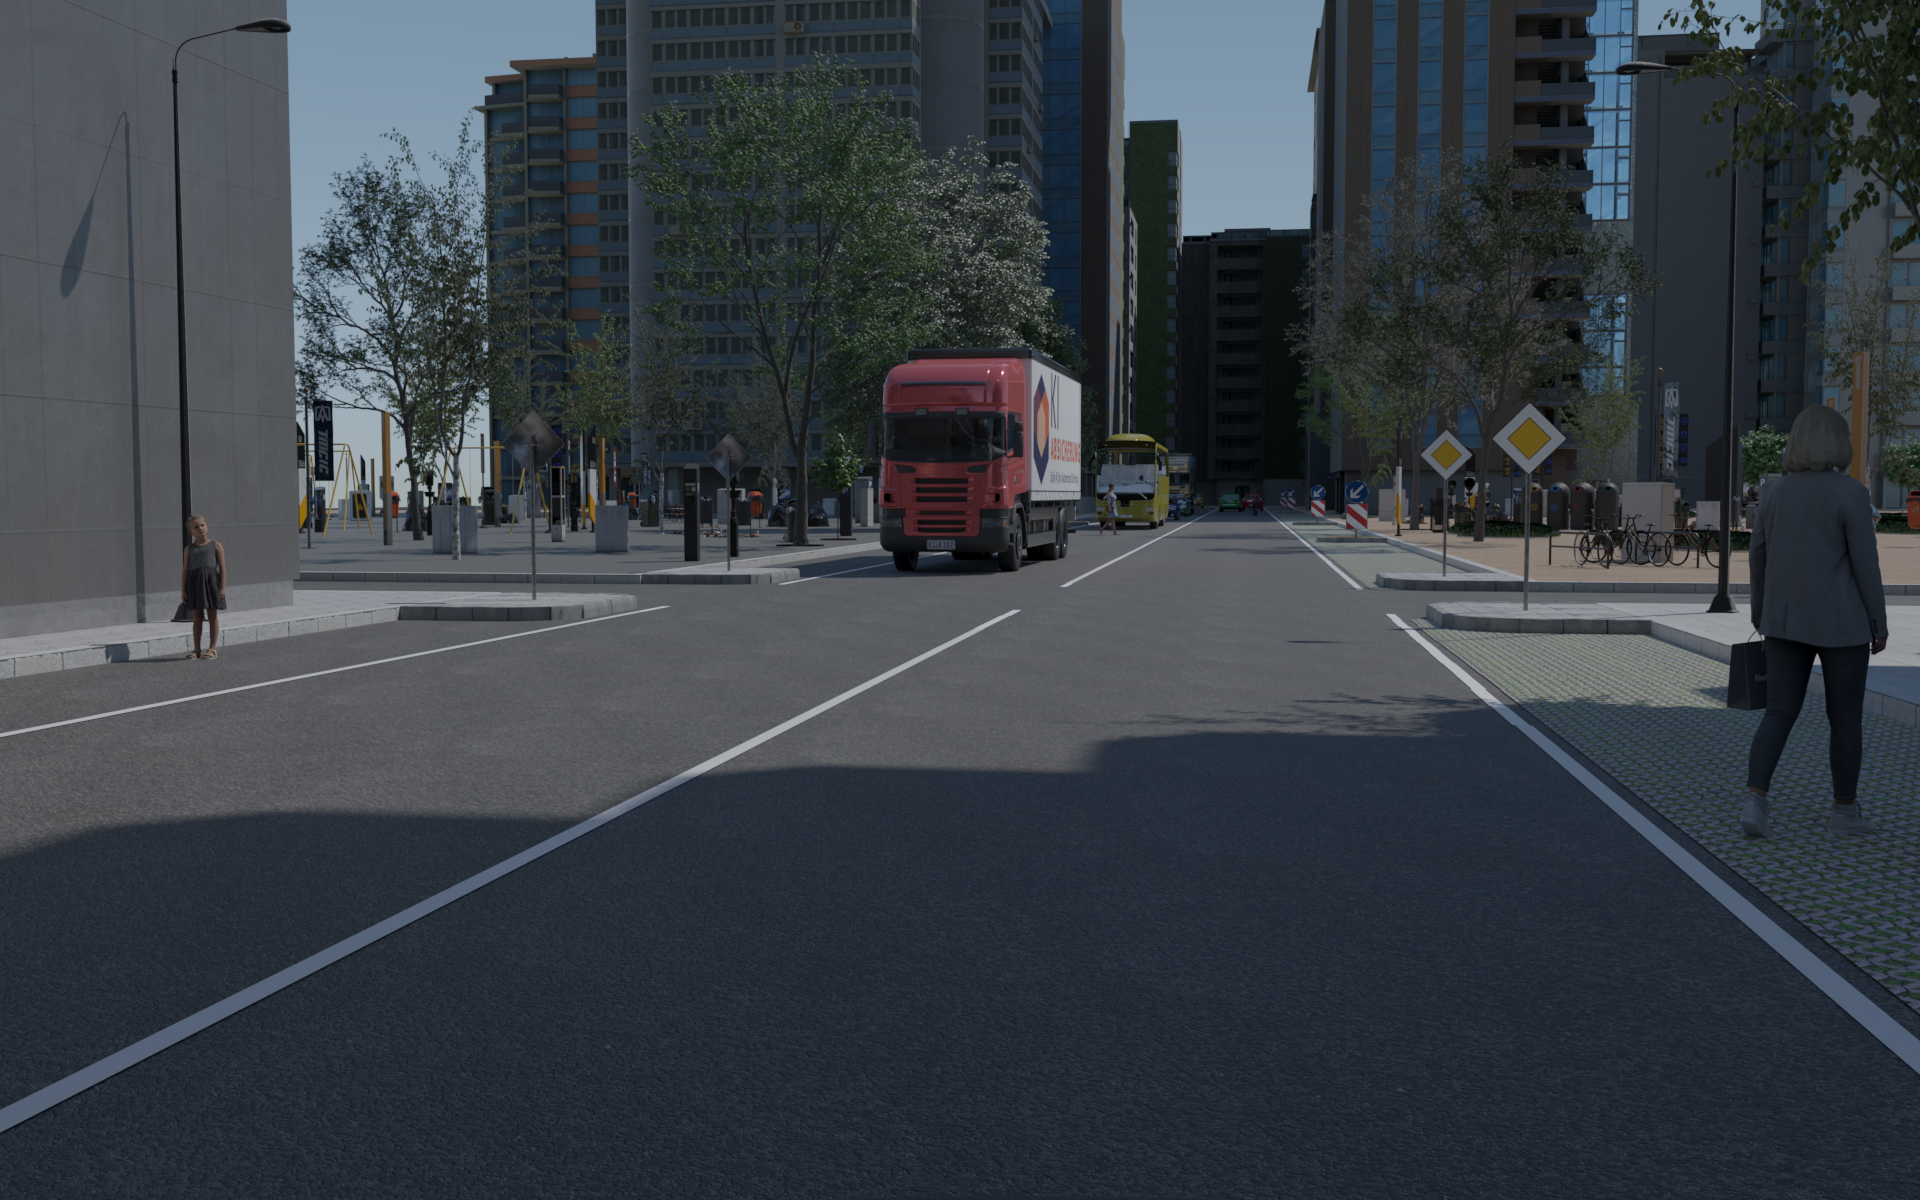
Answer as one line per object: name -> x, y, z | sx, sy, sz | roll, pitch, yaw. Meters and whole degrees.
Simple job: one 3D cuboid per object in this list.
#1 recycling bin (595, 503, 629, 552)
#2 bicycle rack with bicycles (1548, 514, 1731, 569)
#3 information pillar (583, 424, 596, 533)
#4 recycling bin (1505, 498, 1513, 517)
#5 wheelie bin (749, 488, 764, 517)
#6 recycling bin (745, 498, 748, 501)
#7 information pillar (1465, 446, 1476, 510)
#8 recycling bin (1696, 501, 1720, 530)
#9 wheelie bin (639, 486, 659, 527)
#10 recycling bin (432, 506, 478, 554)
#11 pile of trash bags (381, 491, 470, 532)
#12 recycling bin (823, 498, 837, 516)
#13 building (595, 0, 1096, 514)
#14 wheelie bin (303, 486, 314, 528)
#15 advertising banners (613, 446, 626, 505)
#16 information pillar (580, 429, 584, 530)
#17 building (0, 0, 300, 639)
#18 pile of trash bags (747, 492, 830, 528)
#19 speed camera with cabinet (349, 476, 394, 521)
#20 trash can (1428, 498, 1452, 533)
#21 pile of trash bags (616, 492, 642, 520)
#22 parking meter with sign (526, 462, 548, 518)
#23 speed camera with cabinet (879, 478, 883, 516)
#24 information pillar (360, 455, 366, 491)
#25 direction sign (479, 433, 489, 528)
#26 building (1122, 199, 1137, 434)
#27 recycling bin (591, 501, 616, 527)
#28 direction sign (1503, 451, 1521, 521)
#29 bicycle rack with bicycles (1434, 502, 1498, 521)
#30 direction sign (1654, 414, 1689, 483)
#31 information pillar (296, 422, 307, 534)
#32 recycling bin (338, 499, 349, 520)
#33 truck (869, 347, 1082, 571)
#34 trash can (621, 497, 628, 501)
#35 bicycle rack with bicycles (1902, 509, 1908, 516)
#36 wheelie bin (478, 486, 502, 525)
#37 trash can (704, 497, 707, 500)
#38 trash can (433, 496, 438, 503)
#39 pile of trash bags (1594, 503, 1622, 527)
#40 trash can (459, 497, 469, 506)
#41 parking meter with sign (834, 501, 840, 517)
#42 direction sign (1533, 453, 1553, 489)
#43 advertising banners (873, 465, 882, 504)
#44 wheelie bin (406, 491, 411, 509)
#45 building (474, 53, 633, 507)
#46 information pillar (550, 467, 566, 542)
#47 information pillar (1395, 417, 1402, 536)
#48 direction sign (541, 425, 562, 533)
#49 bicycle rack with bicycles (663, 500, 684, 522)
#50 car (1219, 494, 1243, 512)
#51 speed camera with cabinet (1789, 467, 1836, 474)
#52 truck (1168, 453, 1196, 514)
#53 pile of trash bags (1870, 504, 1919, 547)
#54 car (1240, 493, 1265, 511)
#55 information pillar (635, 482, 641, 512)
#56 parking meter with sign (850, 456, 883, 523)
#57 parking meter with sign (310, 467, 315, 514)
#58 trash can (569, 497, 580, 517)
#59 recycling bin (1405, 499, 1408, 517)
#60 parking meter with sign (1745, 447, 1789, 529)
recycling bin -> -7.733, -1.585, 38.462 | 0.722, 1.027, 0.722 | -1, 4, -12
bicycle rack with bicycles -> 11.827, -1.068, 30.844 | 2.852, 0.926, 2.925 | -1, 4, -12
information pillar -> -12.201, -4.042, 57.445 | 0.183, 3.616, 0.504 | 1, 4, 13
recycling bin -> 31.625, -5.280, 98.883 | 0.722, 1.027, 0.722 | -3, 4, -39
wheelie bin -> -11.551, -5.500, 97.830 | 0.980, 1.594, 0.693 | 1, 4, 12
recycling bin -> -12.819, -5.619, 104.429 | 0.722, 1.027, 0.722 | 0, 4, 3
information pillar -> 24.764, -5.676, 84.161 | 0.504, 3.616, 0.183 | 0, 4, 2
recycling bin -> 26.151, -2.937, 60.572 | 0.722, 1.027, 0.722 | 1, 4, 20
wheelie bin -> -12.066, -3.643, 67.475 | 0.693, 1.594, 0.980 | -3, 5, -45
recycling bin -> -10.975, -1.535, 37.646 | 0.722, 1.027, 0.722 | 3, 5, 39
pile of trash bags -> -18.455, -3.051, 59.638 | 1.912, 1.369, 3.447 | 2, 4, 30
recycling bin -> -7.699, -5.525, 102.882 | 0.722, 1.027, 0.722 | 1, 4, 11
building -> -7.349, -26.015, 117.233 | 32.217, 40.220, 23.993 | 1, 4, 9
wheelie bin -> -24.710, -3.491, 64.980 | 0.980, 1.594, 0.693 | -2, 4, -28
advertising banners -> -12.633, -4.160, 64.209 | 0.090, 3.025, 2.074 | 0, 4, 0
information pillar -> -13.624, -4.357, 62.587 | 0.183, 3.616, 0.504 | -1, 4, -22
building -> -23.258, -12.069, 16.400 | 30.058, 24.678, 14.314 | 1, 4, 9
pile of trash bags -> -6.838, -3.523, 67.352 | 1.912, 1.369, 3.447 | 3, 5, 44
speed camera with cabinet -> -28.065, -5.398, 82.589 | 2.038, 3.252, 0.660 | -1, 4, -22
trash can -> 15.904, -2.799, 57.423 | 0.748, 1.137, 0.748 | 0, 3, 0
pile of trash bags -> -16.300, -4.706, 86.703 | 1.912, 1.369, 3.447 | -1, 4, -17
parking meter with sign -> -23.091, -5.968, 93.842 | 1.738, 3.016, 0.543 | 3, 4, 36
speed camera with cabinet -> -3.696, -6.249, 96.499 | 0.660, 3.252, 2.038 | -3, 5, -40
information pillar -> -35.582, -6.845, 103.262 | 0.183, 3.616, 0.504 | 1, 4, 9
direction sign -> -17.853, -4.454, 64.827 | 0.379, 3.537, 0.876 | -1, 4, -8
building -> 10.429, -24.519, 172.593 | 14.107, 30.474, 14.160 | 1, 4, 9
recycling bin -> -13.768, -3.328, 66.969 | 0.722, 1.027, 0.722 | 2, 4, 25
direction sign -> 25.250, -5.337, 79.254 | 0.876, 3.537, 0.379 | 3, 5, 44
bicycle rack with bicycles -> 21.864, -3.735, 74.450 | 2.852, 0.926, 2.925 | 0, 4, 2
direction sign -> 20.113, -3.488, 49.029 | 0.876, 3.537, 0.379 | 2, 4, 26
information pillar -> -21.375, -3.964, 56.174 | 0.183, 3.616, 0.504 | 0, 4, 6
recycling bin -> -30.829, -4.562, 87.146 | 0.722, 1.027, 0.722 | -3, 4, -36
truck -> 0.601, -2.855, 35.597 | 2.839, 4.237, 11.283 | 1, 4, 11
trash can -> -19.932, -5.561, 102.582 | 0.748, 1.137, 0.748 | 0, 3, 0
bicycle rack with bicycles -> 42.790, -3.817, 75.795 | 2.925, 0.926, 2.852 | -2, 4, -35
wheelie bin -> -19.397, -3.891, 71.528 | 0.980, 1.594, 0.693 | -2, 4, -23
trash can -> -14.028, -5.020, 93.729 | 0.748, 1.137, 0.748 | 0, 3, 0
trash can -> -32.542, -5.890, 107.953 | 0.748, 1.137, 0.748 | 0, 3, 0
pile of trash bags -> 25.629, -3.548, 67.761 | 3.447, 1.369, 1.912 | -2, 4, -32
trash can -> -25.135, -4.640, 87.515 | 0.748, 1.137, 0.748 | 0, 3, 0
parking meter with sign -> -6.351, -6.298, 99.235 | 1.738, 3.016, 0.543 | -2, 4, -24
direction sign -> 23.837, -4.825, 70.882 | 0.379, 3.537, 0.876 | -3, 4, -39
advertising banners -> -5.196, -6.572, 103.642 | 2.074, 3.025, 0.090 | 3, 5, 42
wheelie bin -> -33.805, -6.061, 107.011 | 0.693, 1.594, 0.980 | -2, 4, -35
building -> -31.905, -31.800, 174.559 | 28.867, 44.769, 22.147 | 1, 4, 9
information pillar -> -10.751, -2.558, 46.319 | 0.304, 2.012, 0.304 | 0, 4, 5
information pillar -> 13.287, -3.735, 52.417 | 0.183, 3.616, 0.504 | 1, 4, 22
direction sign -> -13.430, -3.952, 56.616 | 0.876, 3.537, 0.379 | 0, 4, 1
bicycle rack with bicycles -> -12.892, -4.126, 80.838 | 2.925, 0.926, 2.852 | -3, 5, -40
car -> 21.801, -7.985, 139.350 | 1.959, 1.807, 4.718 | 1, 4, 11
speed camera with cabinet -> 34.019, -4.568, 69.019 | 0.660, 3.252, 2.038 | -2, 4, -24
truck -> 15.137, -8.109, 121.501 | 2.839, 4.237, 11.283 | 1, 4, 10
pile of trash bags -> 22.320, -2.028, 42.908 | 1.912, 1.369, 3.447 | -3, 4, -36
car -> 25.056, -8.515, 148.262 | 2.155, 1.783, 4.494 | 1, 4, 10
information pillar -> -18.976, -5.969, 102.085 | 0.304, 2.012, 0.304 | 1, 4, 11
parking meter with sign -> -4.251, -4.900, 76.373 | 1.738, 3.016, 0.543 | 2, 4, 24
parking meter with sign -> -41.646, -6.952, 109.930 | 1.738, 3.016, 0.543 | 2, 4, 32
trash can -> -21.889, -5.297, 98.263 | 0.748, 1.137, 0.748 | 0, 3, 0
recycling bin -> 24.346, -5.098, 95.906 | 0.722, 1.027, 0.722 | -1, 4, -9
parking meter with sign -> 30.007, -4.157, 64.227 | 1.738, 3.016, 0.543 | -1, 4, -18
